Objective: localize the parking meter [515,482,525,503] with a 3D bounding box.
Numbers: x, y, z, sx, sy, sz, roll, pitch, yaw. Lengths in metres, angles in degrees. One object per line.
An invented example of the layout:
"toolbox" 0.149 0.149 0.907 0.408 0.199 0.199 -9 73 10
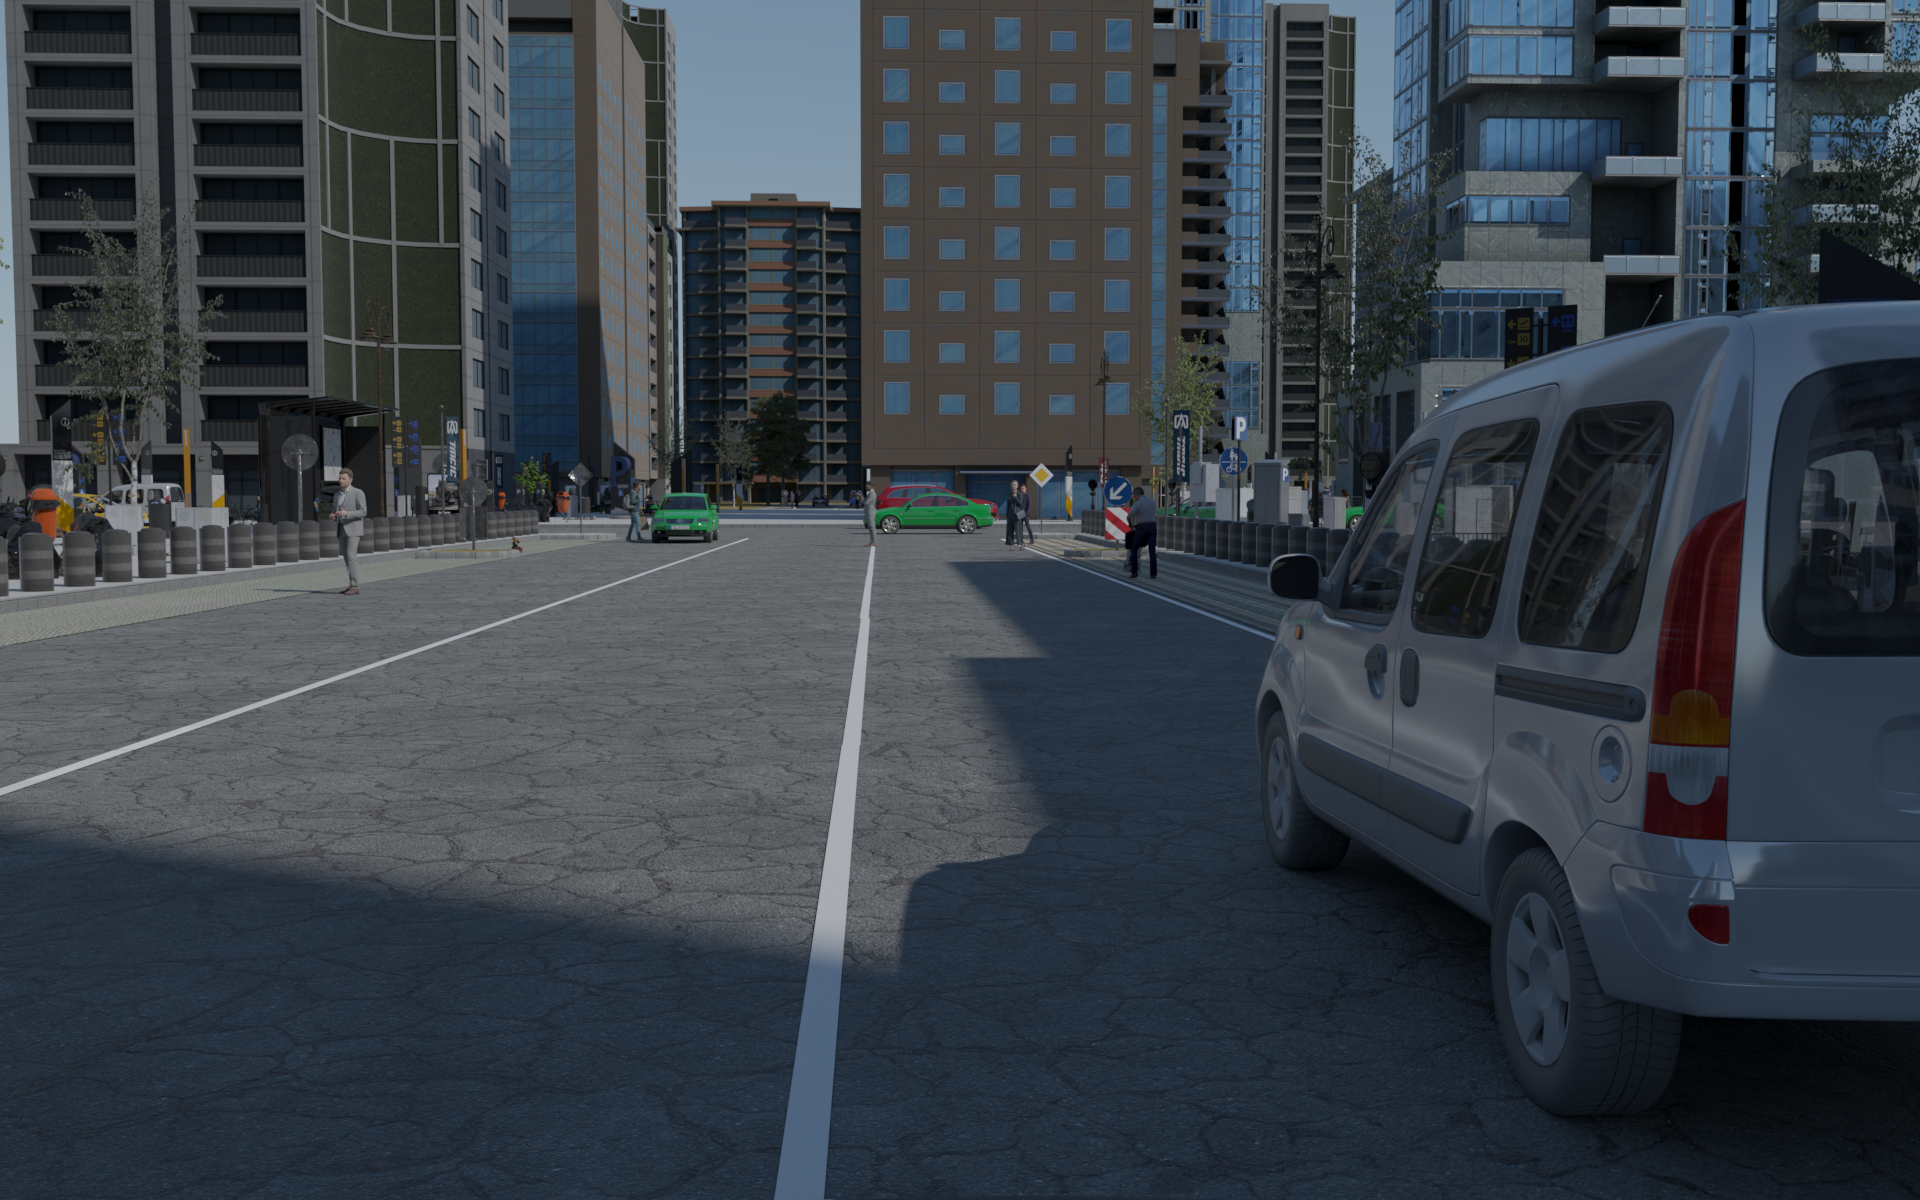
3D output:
"parking meter" -20.665 -4.627 81.355 0.399 1.863 0.255 1 4 9

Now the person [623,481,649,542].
"person" -9.586 -2.618 51.286 0.713 1.824 0.794 1 4 9

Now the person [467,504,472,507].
"person" -18.061 -3.308 63.169 0.593 1.750 0.643 -3 5 -43

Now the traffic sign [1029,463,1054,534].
"traffic sign" 2.629 -3.198 55.924 0.795 2.450 0.064 0 4 -3

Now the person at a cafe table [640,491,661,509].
"person at a cafe table" -24.259 -7.777 135.662 1.698 1.524 1.622 -1 4 -11

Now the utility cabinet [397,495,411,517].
"utility cabinet" -24.569 -3.998 76.534 0.306 1.237 1.020 0 4 -2

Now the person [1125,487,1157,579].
"person" 3.053 -1.135 29.277 0.614 1.554 0.590 -2 4 -28

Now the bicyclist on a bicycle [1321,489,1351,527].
"bicyclist on a bicycle" 14.313 -3.353 64.843 1.625 1.676 1.499 0 4 -2

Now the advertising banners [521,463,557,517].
"advertising banners" -23.786 -6.217 97.833 2.074 3.025 0.090 0 4 4

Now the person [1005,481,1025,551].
"person" 1.379 -2.132 43.773 0.576 1.772 0.534 1 4 21

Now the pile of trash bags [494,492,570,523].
"pile of trash bags" -19.103 -4.205 78.508 3.447 1.369 1.912 2 4 25

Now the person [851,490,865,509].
"person" -9.026 -8.814 152.626 1.348 1.823 0.705 2 4 27

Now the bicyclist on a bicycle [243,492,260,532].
"bicyclist on a bicycle" -26.206 -3.376 65.220 1.625 1.676 1.499 0 4 -3

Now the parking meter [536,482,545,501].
"parking meter" -20.637 -4.861 85.184 0.399 1.863 0.255 2 4 25

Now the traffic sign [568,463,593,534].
"traffic sign" -12.101 -3.157 55.260 0.795 2.450 0.064 0 4 -3

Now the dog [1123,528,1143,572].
"dog" 3.076 -0.913 31.764 0.800 0.831 0.513 -2 4 -31

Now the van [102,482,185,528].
"van" -32.185 -3.662 66.886 4.112 2.044 2.013 0 4 -2

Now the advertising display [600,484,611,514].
"advertising display" -22.496 -6.444 110.579 0.974 1.923 0.123 -1 4 -8

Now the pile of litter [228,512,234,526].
"pile of litter" -19.503 -1.941 45.709 1.719 0.858 1.176 -1 4 -22

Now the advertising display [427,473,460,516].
"advertising display" -15.819 -2.928 53.093 0.974 1.923 0.123 0 4 -1

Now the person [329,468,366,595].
"person" -8.805 -0.982 24.756 0.606 1.804 0.583 1 4 21

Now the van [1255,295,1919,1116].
"van" 2.087 0.099 5.394 2.013 2.044 4.112 0 4 -3

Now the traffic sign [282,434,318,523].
"traffic sign" -13.990 -2.240 36.722 0.768 2.556 0.104 0 4 -1

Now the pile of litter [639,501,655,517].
"pile of litter" -17.710 -5.196 98.920 1.719 0.858 1.176 1 4 10

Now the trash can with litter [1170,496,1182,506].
"trash can with litter" 10.083 -4.325 82.097 0.624 1.170 1.055 -3 5 -40

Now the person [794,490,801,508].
"person" -16.973 -10.493 180.201 0.705 1.807 1.348 -3 5 -39

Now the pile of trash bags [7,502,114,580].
"pile of trash bags" -14.506 -1.091 27.590 1.912 1.369 3.447 -2 4 -32

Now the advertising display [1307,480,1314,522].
"advertising display" 16.150 -4.558 79.733 0.123 1.923 0.974 0 4 0

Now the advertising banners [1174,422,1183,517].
"advertising banners" 5.416 -2.859 42.933 0.090 3.025 2.074 0 4 4

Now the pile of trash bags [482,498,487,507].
"pile of trash bags" -35.864 -7.765 136.717 3.447 1.369 1.912 1 4 14

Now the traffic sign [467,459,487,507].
"traffic sign" -14.218 -2.990 51.020 0.606 2.300 0.079 0 4 3

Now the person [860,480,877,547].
"person" -2.505 -2.359 47.242 0.466 1.800 0.511 -1 4 -23

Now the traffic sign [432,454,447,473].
"traffic sign" -16.187 -3.320 54.386 0.768 2.556 0.104 0 4 1

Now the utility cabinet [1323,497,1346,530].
"utility cabinet" 8.827 -1.813 40.811 0.306 1.237 1.020 0 4 -2

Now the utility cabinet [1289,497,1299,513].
"utility cabinet" 7.698 -1.880 41.905 1.020 1.237 0.306 -2 4 -29

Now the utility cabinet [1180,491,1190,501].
"utility cabinet" 17.579 -7.730 135.070 1.173 1.500 0.318 -2 4 -25

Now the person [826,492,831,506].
"person" -15.479 -11.917 204.056 0.721 1.743 1.217 -3 4 -36

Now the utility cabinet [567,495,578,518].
"utility cabinet" -21.165 -5.099 94.535 0.306 1.237 1.020 0 4 7

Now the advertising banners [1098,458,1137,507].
"advertising banners" 7.641 -5.311 83.020 2.074 3.025 0.090 0 4 4

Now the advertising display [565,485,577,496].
"advertising display" -28.099 -7.327 125.009 0.123 1.923 0.974 3 5 40

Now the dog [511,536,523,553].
"dog" -10.897 -1.350 42.267 0.550 0.427 0.748 1 4 11

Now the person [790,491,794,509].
"person" -16.199 -9.640 167.038 0.541 1.710 0.530 -2 4 -32

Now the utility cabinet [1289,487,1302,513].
"utility cabinet" 9.673 -2.663 52.224 1.173 1.500 0.318 0 4 -5

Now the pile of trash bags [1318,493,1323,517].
"pile of trash bags" 20.068 -5.413 98.257 1.912 1.369 3.447 1 4 21

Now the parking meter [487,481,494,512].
"parking meter" -20.683 -4.317 76.292 0.255 1.863 0.399 0 4 -7

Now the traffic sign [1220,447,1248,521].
"traffic sign" 7.421 -2.870 47.031 0.768 2.556 0.104 0 4 3

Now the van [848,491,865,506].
"van" -12.433 -12.288 207.918 2.013 2.044 4.112 0 4 -4

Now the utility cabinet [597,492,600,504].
"utility cabinet" -29.445 -8.217 143.020 0.318 1.500 1.173 2 4 32

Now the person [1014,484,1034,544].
"person" 1.809 -2.434 49.211 0.530 1.710 0.541 -2 4 -29

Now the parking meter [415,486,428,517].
"parking meter" -16.403 -2.713 52.766 0.372 1.533 0.369 0 3 0

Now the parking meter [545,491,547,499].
"parking meter" -30.647 -7.319 128.069 0.372 1.533 0.369 0 3 0
